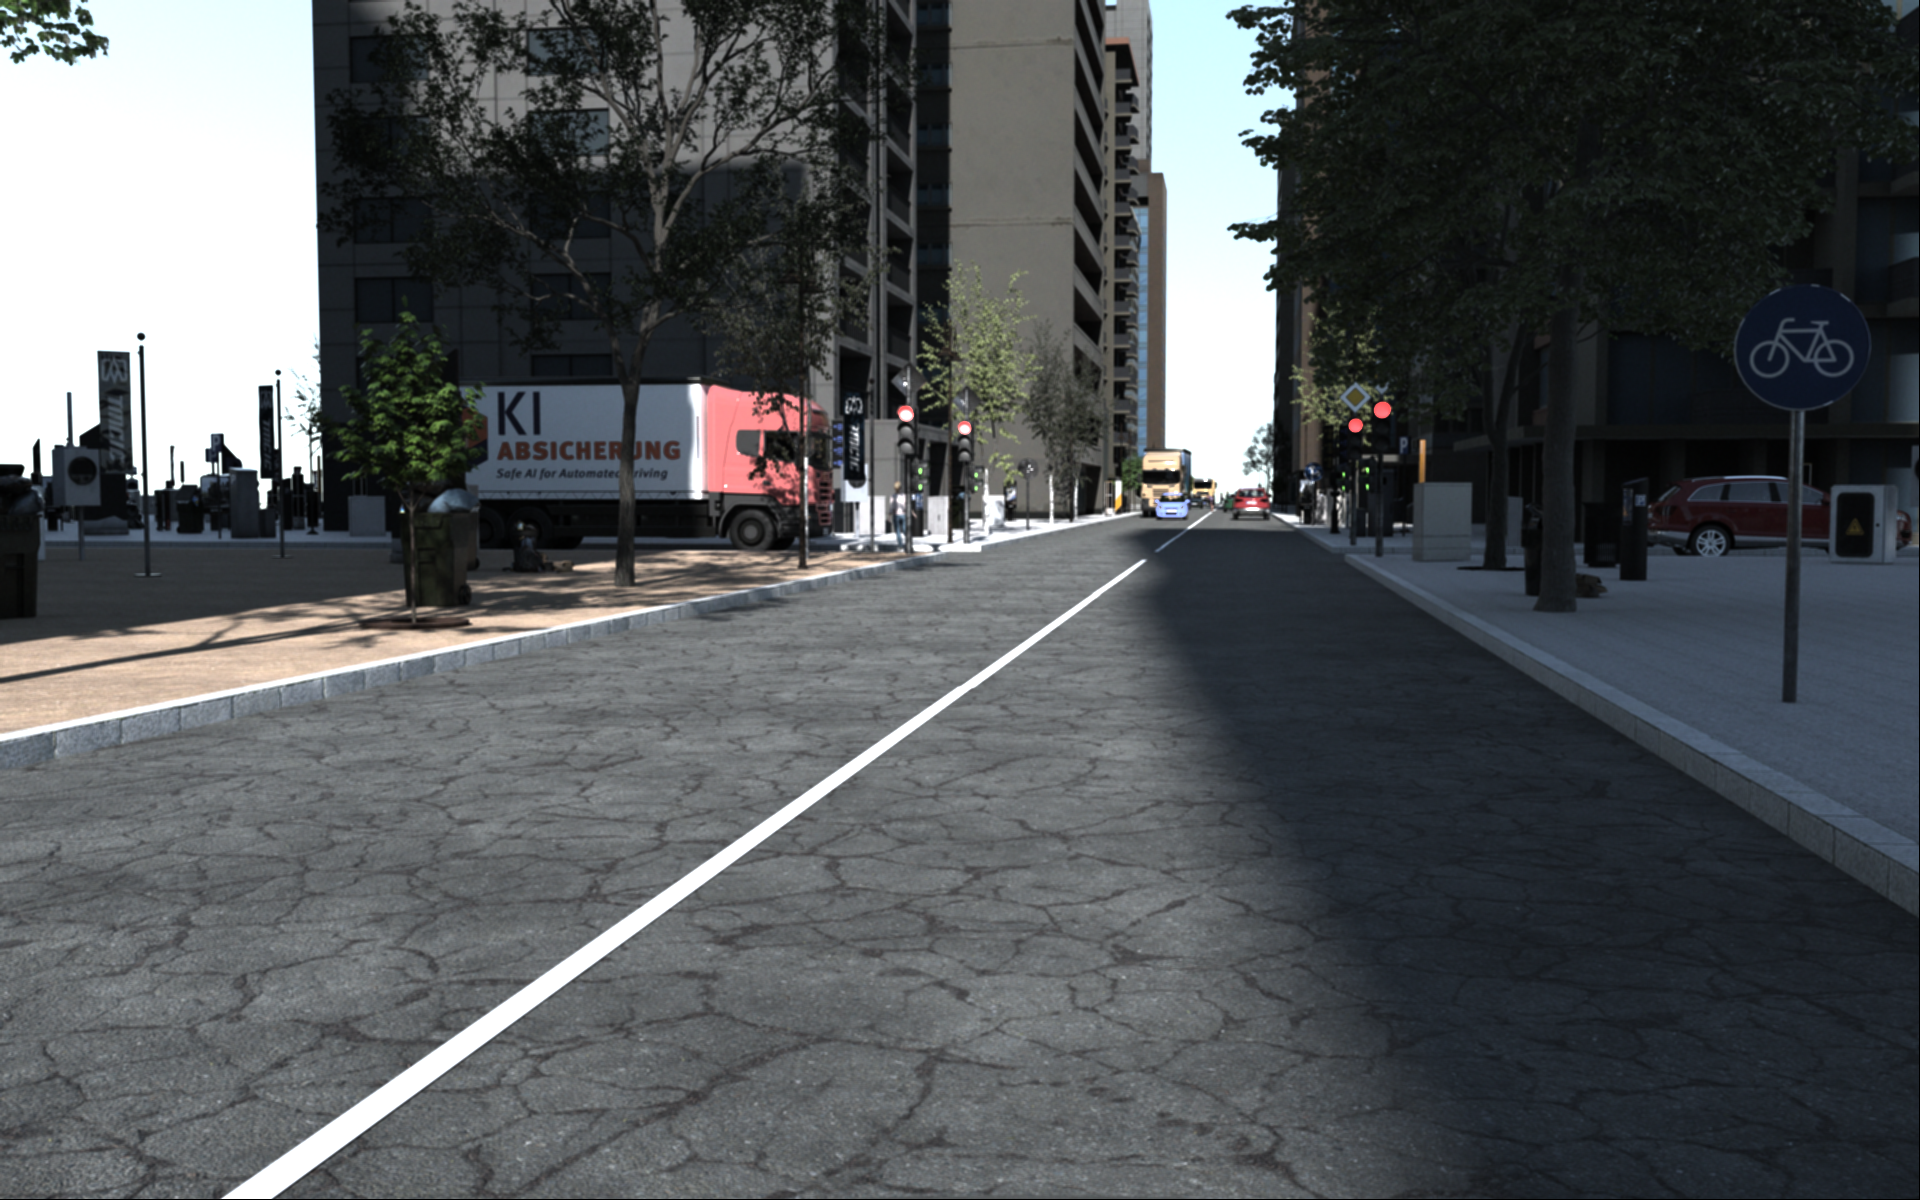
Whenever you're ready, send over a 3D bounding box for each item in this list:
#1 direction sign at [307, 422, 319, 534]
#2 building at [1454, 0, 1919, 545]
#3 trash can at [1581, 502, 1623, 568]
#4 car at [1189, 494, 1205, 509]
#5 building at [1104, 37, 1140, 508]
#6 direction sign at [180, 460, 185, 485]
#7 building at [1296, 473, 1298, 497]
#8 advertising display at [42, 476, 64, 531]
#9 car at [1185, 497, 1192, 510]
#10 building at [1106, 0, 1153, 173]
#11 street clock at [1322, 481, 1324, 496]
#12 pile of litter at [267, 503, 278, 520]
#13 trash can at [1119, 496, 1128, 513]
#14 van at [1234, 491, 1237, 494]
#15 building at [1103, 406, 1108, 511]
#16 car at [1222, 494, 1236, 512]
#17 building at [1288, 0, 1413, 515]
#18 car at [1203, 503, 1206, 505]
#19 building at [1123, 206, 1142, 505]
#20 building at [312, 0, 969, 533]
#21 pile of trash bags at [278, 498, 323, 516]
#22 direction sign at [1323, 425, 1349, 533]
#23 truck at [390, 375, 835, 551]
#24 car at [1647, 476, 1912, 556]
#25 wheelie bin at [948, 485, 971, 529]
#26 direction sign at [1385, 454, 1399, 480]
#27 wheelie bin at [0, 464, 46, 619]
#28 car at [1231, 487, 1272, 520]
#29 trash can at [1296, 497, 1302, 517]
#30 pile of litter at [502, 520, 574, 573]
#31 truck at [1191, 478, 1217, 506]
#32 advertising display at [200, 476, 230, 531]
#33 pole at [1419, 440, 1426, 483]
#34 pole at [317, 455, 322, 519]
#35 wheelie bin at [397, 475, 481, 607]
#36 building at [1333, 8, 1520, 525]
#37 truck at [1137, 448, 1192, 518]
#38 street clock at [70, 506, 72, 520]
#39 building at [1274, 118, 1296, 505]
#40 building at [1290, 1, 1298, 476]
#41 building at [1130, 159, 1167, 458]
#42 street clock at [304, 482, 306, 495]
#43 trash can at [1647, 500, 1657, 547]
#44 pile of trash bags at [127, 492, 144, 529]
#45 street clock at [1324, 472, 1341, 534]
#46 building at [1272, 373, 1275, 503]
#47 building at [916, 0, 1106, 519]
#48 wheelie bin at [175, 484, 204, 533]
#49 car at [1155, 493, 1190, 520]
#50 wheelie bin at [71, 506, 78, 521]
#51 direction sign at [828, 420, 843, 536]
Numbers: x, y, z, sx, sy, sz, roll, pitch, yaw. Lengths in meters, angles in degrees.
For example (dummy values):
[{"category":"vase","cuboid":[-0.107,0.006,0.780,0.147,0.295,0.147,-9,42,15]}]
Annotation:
[{"category":"direction sign","cuboid":[-20.607,-3.855,55.023,0.379,3.537,0.876,-1,4,-18]},{"category":"building","cuboid":[30.135,-24.224,50.689,28.867,44.769,22.147,1,4,9]},{"category":"trash can","cuboid":[11.262,-1.144,30.354,0.748,1.137,0.748,0,3,0]},{"category":"car","cuboid":[22.957,-9.782,169.720,2.009,1.686,4.222,0,4,7]},{"category":"building","cuboid":[5.620,-31.278,166.015,22.147,44.769,28.867,1,4,9]},{"category":"direction sign","cuboid":[-52.344,-7.623,116.633,0.379,3.537,0.876,-1,4,-9]},{"category":"building","cuboid":[37.225,-28.783,154.193,14.154,41.232,14.086,1,4,9]},{"category":"advertising display","cuboid":[-31.779,-3.388,60.612,0.974,1.923,0.123,1,4,21]},{"category":"car","cuboid":[20.357,-8.958,159.037,1.945,1.354,3.894,0,4,8]},{"category":"building","cuboid":[19.796,-49.902,254.145,20.563,71.187,20.611,1,4,9]},{"category":"street clock","cuboid":[16.870,-4.601,79.801,0.358,2.002,0.471,0,4,7]},{"category":"pile of litter","cuboid":[-33.863,-4.318,84.572,1.176,0.858,1.719,0,4,-5]},{"category":"trash can","cuboid":[10.993,-6.439,116.930,0.748,1.137,0.748,0,3,0]},{"category":"van","cuboid":[41.414,-15.309,257.314,2.013,2.044,4.112,1,4,9]},{"category":"building","cuboid":[0.969,-50.309,135.225,22.319,86.520,31.000,1,4,9]},{"category":"car","cuboid":[21.762,-7.657,136.993,2.131,1.459,4.920,1,4,9]},{"category":"building","cuboid":[27.813,-27.884,106.019,14.600,45.320,14.200,1,4,9]},{"category":"car","cuboid":[31.870,-13.478,229.951,1.945,1.707,3.694,0,4,8]},{"category":"building","cuboid":[9.670,-32.172,217.894,32.217,40.220,23.993,1,4,9]},{"category":"building","cuboid":[-10.405,-38.416,66.360,20.563,71.187,20.611,1,4,9]},{"category":"pile of trash bags","cuboid":[-44.575,-6.524,116.419,1.912,1.369,3.447,1,4,21]},{"category":"direction sign","cuboid":[12.328,-3.965,56.821,0.876,3.537,0.379,0,4,-5]},{"category":"truck","cuboid":[-8.122,-3.266,42.316,11.283,4.237,2.839,1,4,9]},{"category":"car","cuboid":[17.481,-1.742,37.156,5.304,1.827,2.281,1,4,11]},{"category":"wheelie bin","cuboid":[-0.032,-3.400,63.494,0.980,1.594,0.693,2,4,35]},{"category":"direction sign","cuboid":[24.274,-6.433,97.169,0.876,3.537,0.379,2,4,34]},{"category":"wheelie bin","cuboid":[-9.939,-0.613,17.933,0.693,1.594,0.980,2,4,27]},{"category":"car","cuboid":[16.236,-5.375,96.554,2.281,1.827,5.304,1,4,9]},{"category":"trash can","cuboid":[19.275,-5.269,97.803,0.748,1.137,0.748,0,3,0]},{"category":"pile of litter","cuboid":[-7.007,-0.907,28.797,1.176,0.858,1.719,-1,4,-16]},{"category":"truck","cuboid":[30.511,-13.497,216.600,3.469,3.379,9.791,1,4,10]},{"category":"advertising display","cuboid":[-26.173,-3.405,60.882,0.974,1.923,0.123,-2,4,-28]},{"category":"pole","cuboid":[17.345,-4.353,65.013,0.158,3.312,0.155,0,3,0]},{"category":"pole","cuboid":[-33.574,-5.927,90.749,0.158,3.312,0.155,0,3,0]},{"category":"wheelie bin","cuboid":[-5.982,-0.728,19.817,0.980,1.594,0.693,0,4,4]},{"category":"building","cuboid":[33.603,-23.608,77.865,32.217,40.220,23.993,1,4,9]},{"category":"truck","cuboid":[12.888,-7.292,108.129,2.839,4.237,11.283,1,4,11]},{"category":"street clock","cuboid":[-44.753,-5.056,87.238,0.471,2.002,0.358,-2,4,-35]},{"category":"building","cuboid":[49.732,-35.987,212.091,21.300,48.544,21.600,1,4,9]},{"category":"building","cuboid":[47.816,-35.749,173.727,28.713,52.752,27.495,1,4,9]},{"category":"building","cuboid":[20.871,-35.826,235.862,14.600,45.320,14.200,1,4,9]},{"category":"street clock","cuboid":[-39.522,-6.084,104.050,0.358,2.002,0.471,1,4,18]},{"category":"trash can","cuboid":[16.596,-1.856,41.997,0.748,1.137,0.748,0,3,0]},{"category":"pile of trash bags","cuboid":[-31.409,-3.358,64.660,1.912,1.369,3.447,-1,4,-19]},{"category":"street clock","cuboid":[12.153,-3.154,56.144,0.358,2.002,0.471,2,4,31]},{"category":"building","cuboid":[57.293,-24.014,237.668,27.650,21.520,28.899,1,4,9]},{"category":"building","cuboid":[-3.162,-29.062,98.864,21.300,48.544,21.600,1,4,9]},{"category":"wheelie bin","cuboid":[-25.151,-2.975,56.547,0.980,1.594,0.693,1,4,18]},{"category":"car","cuboid":[11.874,-5.335,96.811,1.945,1.707,3.694,1,4,9]},{"category":"wheelie bin","cuboid":[-42.621,-4.640,83.772,0.693,1.594,0.980,-3,5,-43]},{"category":"direction sign","cuboid":[-4.012,-3.737,53.098,0.876,3.537,0.379,0,4,-4]}]
